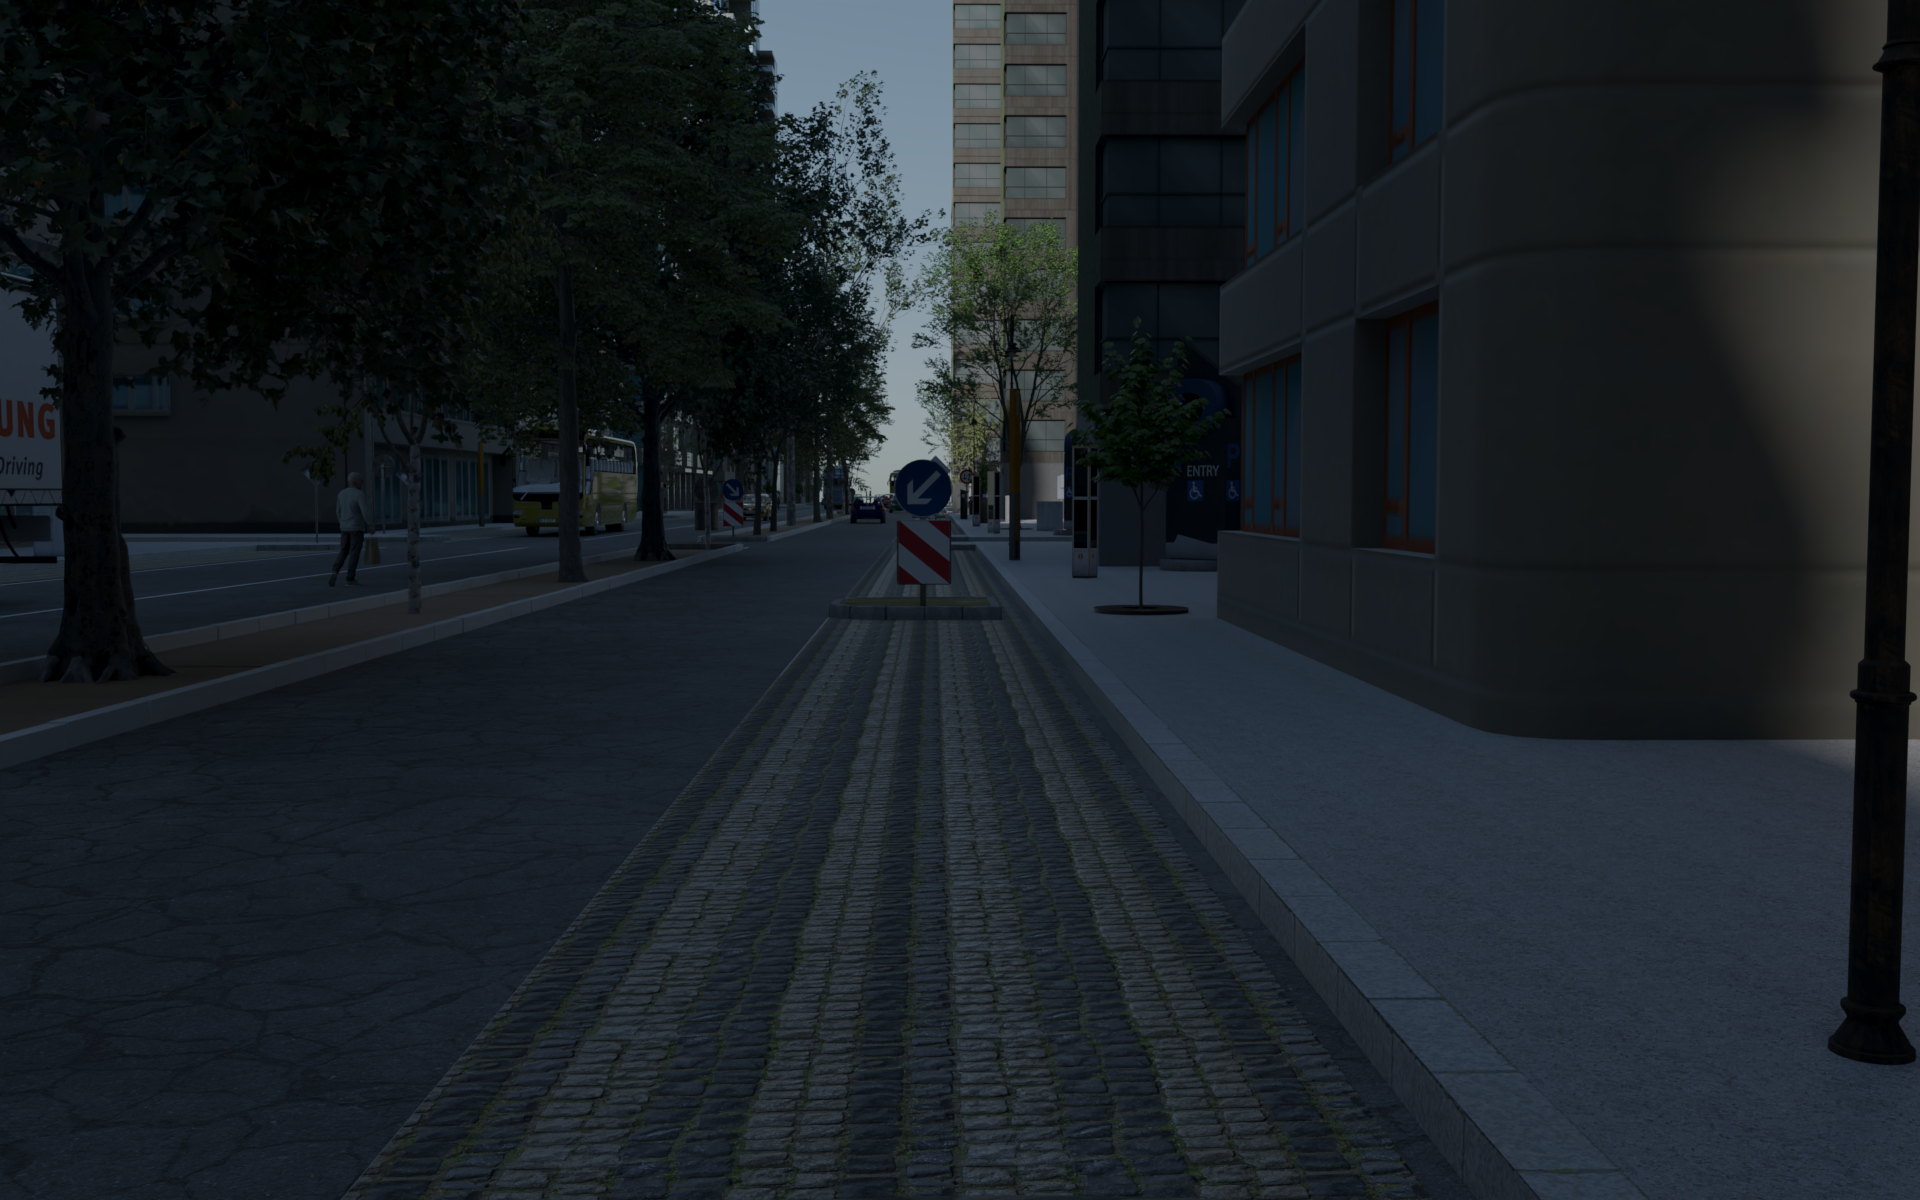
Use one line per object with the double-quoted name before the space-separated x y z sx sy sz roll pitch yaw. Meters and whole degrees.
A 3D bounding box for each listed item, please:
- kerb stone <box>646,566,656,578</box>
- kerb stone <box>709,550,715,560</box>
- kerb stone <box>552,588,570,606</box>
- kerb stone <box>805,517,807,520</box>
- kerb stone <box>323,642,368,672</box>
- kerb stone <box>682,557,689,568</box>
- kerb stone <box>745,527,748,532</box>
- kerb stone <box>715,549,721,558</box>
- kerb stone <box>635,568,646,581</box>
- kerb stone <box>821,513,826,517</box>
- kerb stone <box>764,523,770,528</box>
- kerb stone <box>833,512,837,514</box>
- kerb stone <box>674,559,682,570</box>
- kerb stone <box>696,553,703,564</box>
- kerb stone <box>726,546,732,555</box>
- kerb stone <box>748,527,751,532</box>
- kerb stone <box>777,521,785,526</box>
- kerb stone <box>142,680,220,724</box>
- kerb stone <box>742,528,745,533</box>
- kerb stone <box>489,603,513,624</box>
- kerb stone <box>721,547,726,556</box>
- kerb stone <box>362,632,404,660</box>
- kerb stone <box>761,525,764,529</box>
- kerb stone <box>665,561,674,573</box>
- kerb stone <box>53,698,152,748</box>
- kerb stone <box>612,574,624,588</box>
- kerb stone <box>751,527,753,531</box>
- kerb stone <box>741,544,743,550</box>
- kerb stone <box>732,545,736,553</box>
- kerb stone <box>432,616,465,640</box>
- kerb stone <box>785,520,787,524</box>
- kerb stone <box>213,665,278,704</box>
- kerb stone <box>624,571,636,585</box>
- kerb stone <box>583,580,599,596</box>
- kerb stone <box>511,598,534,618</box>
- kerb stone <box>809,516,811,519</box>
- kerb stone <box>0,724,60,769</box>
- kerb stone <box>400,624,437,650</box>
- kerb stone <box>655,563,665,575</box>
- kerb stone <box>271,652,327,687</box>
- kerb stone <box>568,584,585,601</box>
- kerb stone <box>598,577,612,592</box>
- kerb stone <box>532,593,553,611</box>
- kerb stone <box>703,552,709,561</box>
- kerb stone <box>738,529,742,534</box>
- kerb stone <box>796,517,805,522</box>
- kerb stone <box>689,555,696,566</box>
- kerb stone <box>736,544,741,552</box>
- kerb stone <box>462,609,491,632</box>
"kerb stone" -5.403 -0.460 29.713 0.120 0.150 1.000 0 4 -1
"kerb stone" -5.532 -0.961 37.916 0.120 0.150 1.000 0 4 -1
"kerb stone" -5.280 -0.015 22.545 0.120 0.150 1.000 0 4 -1
"kerb stone" -8.538 -4.380 93.807 0.120 0.150 1.000 0 4 -1
"kerb stone" -5.150 0.483 14.353 0.120 0.150 1.000 0 4 -1
"kerb stone" -5.467 -0.711 33.813 0.120 0.150 1.000 0 4 -1
"kerb stone" -8.063 -2.563 64.095 0.120 0.150 1.000 0 4 -1
"kerb stone" -5.545 -1.024 38.942 0.120 0.150 1.000 0 4 -1
"kerb stone" -5.387 -0.397 28.691 0.120 0.150 1.000 0 4 -1
"kerb stone" -8.873 -5.569 113.252 0.120 0.150 1.000 0 4 -1
"kerb stone" -8.214 -3.126 73.297 0.120 0.150 1.000 0 4 -1
"kerb stone" -9.087 -6.384 126.566 0.120 0.150 1.000 0 4 -1
"kerb stone" -5.450 -0.644 32.791 0.120 0.150 1.000 0 4 -1
"kerb stone" -5.499 -0.836 35.863 0.120 0.150 1.000 0 4 -1
"kerb stone" -5.583 -1.148 40.994 0.120 0.150 1.000 0 4 -1
"kerb stone" -8.072 -2.624 65.117 0.120 0.150 1.000 0 4 -1
"kerb stone" -8.329 -3.561 80.469 0.120 0.150 1.000 0 4 -1
"kerb stone" -5.099 0.668 11.274 0.120 0.150 1.000 0 4 -1
"kerb stone" -8.042 -2.500 63.074 0.120 0.150 1.000 0 4 -1
"kerb stone" -5.234 0.170 19.475 0.120 0.150 1.000 0 4 -1
"kerb stone" -5.571 -1.087 39.964 0.120 0.150 1.000 0 4 -1
"kerb stone" -5.169 0.422 15.376 0.120 0.150 1.000 0 4 -1
"kerb stone" -8.162 -2.938 70.232 0.120 0.150 1.000 0 4 -1
"kerb stone" -5.431 -0.583 31.761 0.120 0.150 1.000 0 4 -1
"kerb stone" -5.083 0.731 10.242 0.120 0.150 1.000 0 4 -1
"kerb stone" -5.352 -0.272 26.639 0.120 0.150 1.000 0 4 -1
"kerb stone" -8.100 -2.688 66.139 0.120 0.150 1.000 0 4 -1
"kerb stone" -5.632 -1.338 44.065 0.120 0.150 1.000 0 4 -1
"kerb stone" -5.607 -1.209 42.016 0.120 0.150 1.000 0 4 -1
"kerb stone" -5.201 0.298 17.424 0.120 0.150 1.000 0 4 -1
"kerb stone" -8.343 -3.623 81.498 0.120 0.150 1.000 0 4 -1
"kerb stone" -5.113 0.607 12.297 0.120 0.150 1.000 0 4 -1
"kerb stone" -5.366 -0.329 27.666 0.120 0.150 1.000 0 4 -1
"kerb stone" -5.313 -0.147 24.595 0.120 0.150 1.000 0 4 -1
"kerb stone" -5.249 0.104 20.498 0.120 0.150 1.000 0 4 -1
"kerb stone" -8.597 -4.566 96.873 0.120 0.150 1.000 0 4 -1
"kerb stone" -5.061 0.799 9.220 0.120 0.150 1.000 0 4 -1
"kerb stone" -5.185 0.359 16.398 0.120 0.150 1.000 0 4 -1
"kerb stone" -5.417 -0.521 30.735 0.120 0.150 1.000 0 4 -1
"kerb stone" -5.131 0.543 13.325 0.120 0.150 1.000 0 4 -1
"kerb stone" -5.303 -0.078 23.570 0.120 0.150 1.000 0 4 -1
"kerb stone" -5.343 -0.209 25.617 0.120 0.150 1.000 0 4 -1
"kerb stone" -5.262 0.044 21.521 0.120 0.150 1.000 0 4 -1
"kerb stone" -5.523 -0.899 36.888 0.120 0.150 1.000 0 4 -1
"kerb stone" -8.030 -2.437 62.052 0.120 0.150 1.000 0 4 -1
"kerb stone" -8.527 -4.317 92.779 0.120 0.150 1.000 0 4 -1
"kerb stone" -5.486 -0.770 34.841 0.120 0.150 1.000 0 4 -1
"kerb stone" -5.613 -1.275 43.043 0.120 0.150 1.000 0 4 -1
"kerb stone" -5.210 0.230 18.446 0.120 0.150 1.000 0 4 -1
